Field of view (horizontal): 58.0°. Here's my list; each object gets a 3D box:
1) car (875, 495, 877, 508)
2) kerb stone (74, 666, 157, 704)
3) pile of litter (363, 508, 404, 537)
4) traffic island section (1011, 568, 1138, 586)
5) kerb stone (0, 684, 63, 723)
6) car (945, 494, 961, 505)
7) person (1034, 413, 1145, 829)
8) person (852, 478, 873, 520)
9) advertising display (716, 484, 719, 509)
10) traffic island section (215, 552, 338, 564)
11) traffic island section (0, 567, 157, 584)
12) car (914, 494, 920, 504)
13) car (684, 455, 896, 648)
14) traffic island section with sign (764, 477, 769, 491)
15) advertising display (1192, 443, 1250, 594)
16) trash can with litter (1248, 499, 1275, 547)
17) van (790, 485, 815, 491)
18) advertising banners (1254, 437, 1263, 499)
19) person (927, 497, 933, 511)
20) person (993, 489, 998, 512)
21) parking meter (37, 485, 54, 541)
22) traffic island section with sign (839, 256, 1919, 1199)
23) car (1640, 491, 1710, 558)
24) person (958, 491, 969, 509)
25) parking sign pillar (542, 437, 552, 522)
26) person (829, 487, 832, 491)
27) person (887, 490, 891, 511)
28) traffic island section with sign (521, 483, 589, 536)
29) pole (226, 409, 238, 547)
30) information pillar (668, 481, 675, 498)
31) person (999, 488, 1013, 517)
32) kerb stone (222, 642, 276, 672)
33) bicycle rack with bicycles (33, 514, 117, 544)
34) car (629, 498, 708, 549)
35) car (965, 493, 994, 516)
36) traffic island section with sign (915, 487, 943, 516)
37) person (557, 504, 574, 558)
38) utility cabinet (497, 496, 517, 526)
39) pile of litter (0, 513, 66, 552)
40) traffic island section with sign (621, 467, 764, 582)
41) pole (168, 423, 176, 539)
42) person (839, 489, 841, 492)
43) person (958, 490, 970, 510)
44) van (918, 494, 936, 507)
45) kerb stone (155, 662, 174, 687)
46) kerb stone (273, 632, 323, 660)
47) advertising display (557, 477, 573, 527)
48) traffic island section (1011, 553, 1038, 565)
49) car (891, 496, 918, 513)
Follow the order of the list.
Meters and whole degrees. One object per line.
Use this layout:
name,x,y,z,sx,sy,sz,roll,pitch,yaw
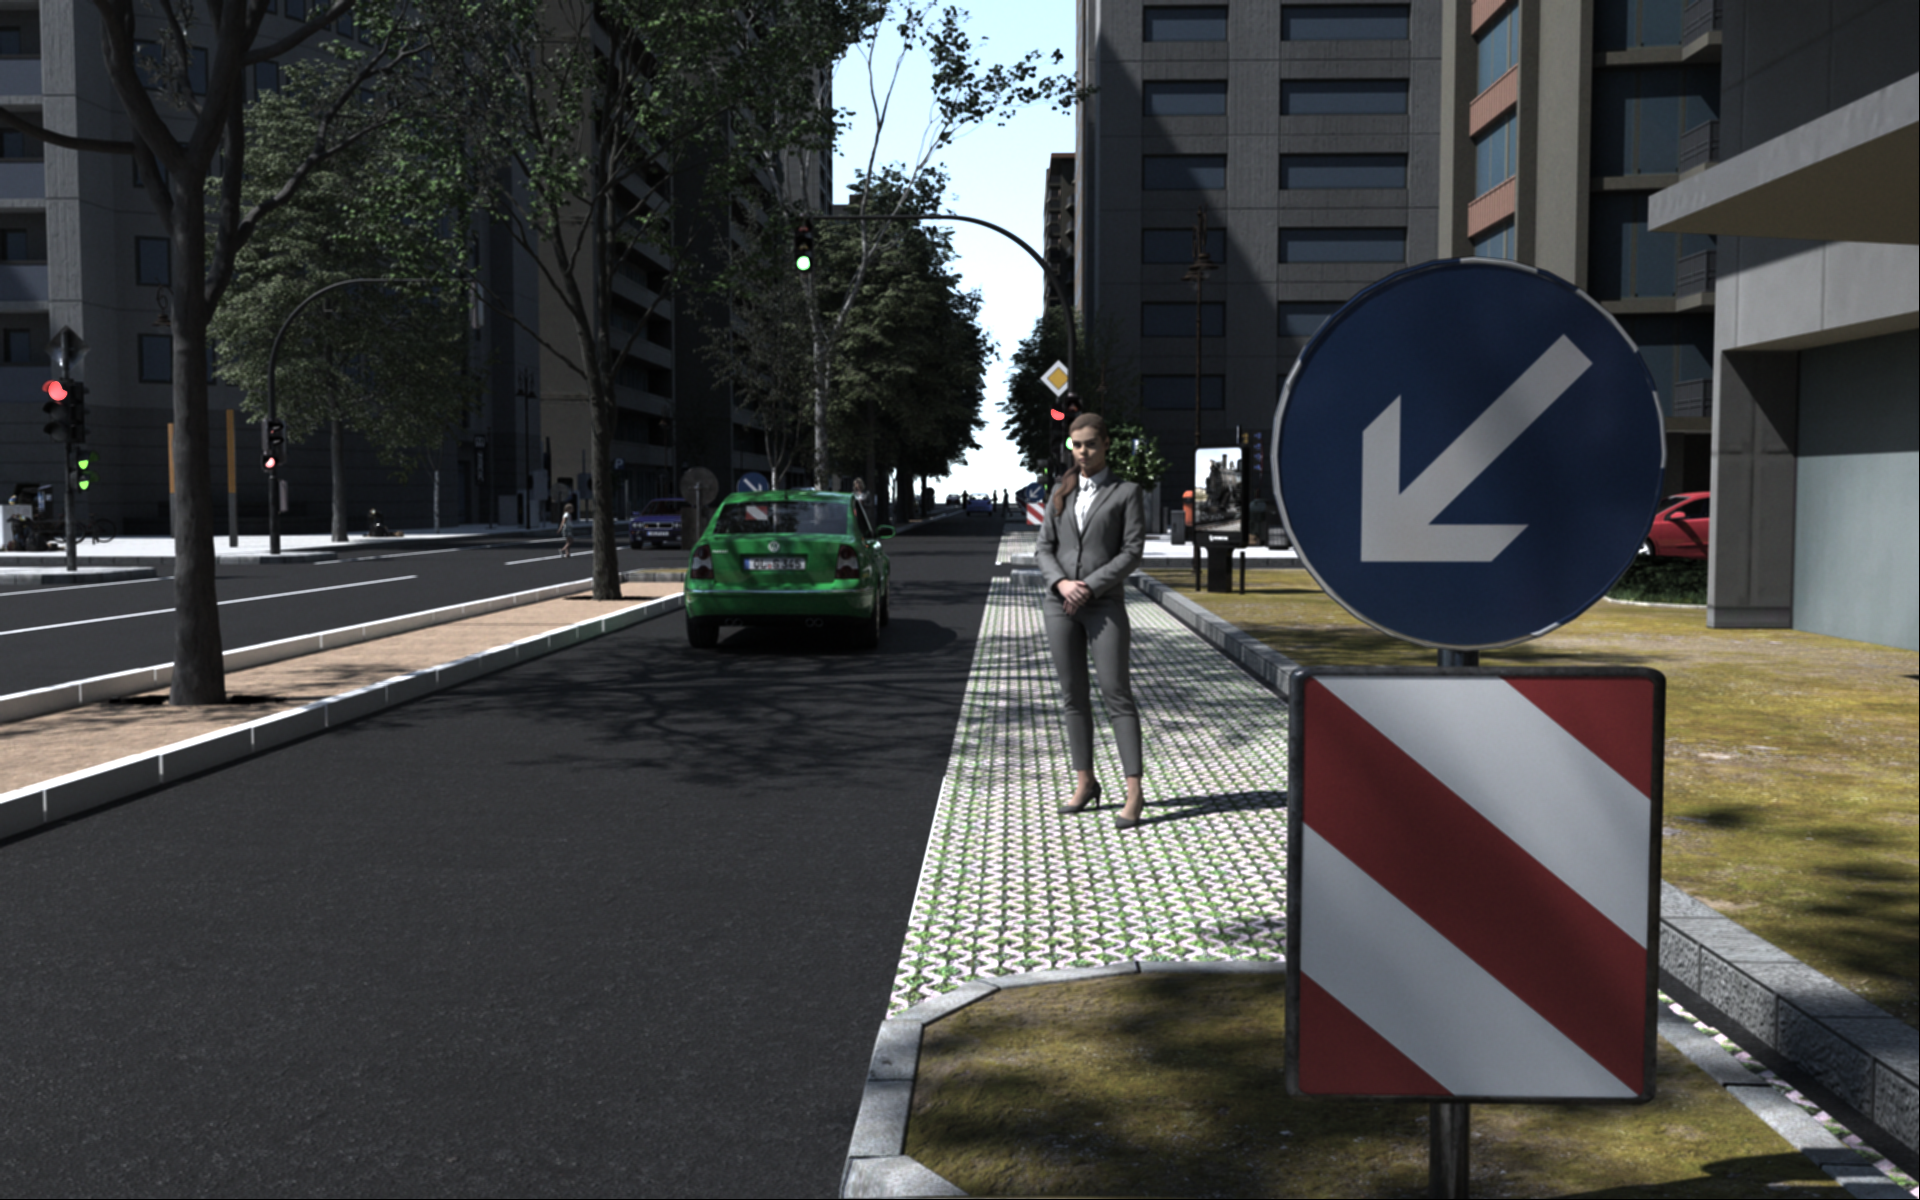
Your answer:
car,-7.789,-9.014,159.746,2.083,1.381,4.827,0,4,4
kerb stone,-5.992,0.610,12.223,0.120,0.150,1.000,0,4,2
pile of litter,-17.331,-2.331,52.072,1.176,0.858,1.719,-2,4,-23
traffic island section,1.840,-0.375,28.416,2.009,0.180,2.903,0,4,2
kerb stone,-6.018,0.674,11.193,0.120,0.150,1.000,0,4,2
car,-0.840,-13.250,225.672,2.155,1.783,4.494,0,4,4
person,0.563,0.071,7.611,0.520,1.790,0.573,1,4,11
person,-2.285,-1.909,39.893,0.537,1.800,0.526,1,4,9
advertising display,-15.502,-6.455,110.760,0.123,1.923,0.974,0,4,-6
traffic island section,-14.604,-0.894,36.901,2.009,0.180,2.903,0,4,2
traffic island section,-14.844,-0.406,28.920,2.009,0.180,2.903,0,4,2
car,-6.001,-13.347,228.006,2.009,1.686,4.222,0,4,0
car,-1.648,-0.535,17.541,1.959,1.807,4.718,0,3,0
traffic island section with sign,-4.226,-1.719,36.246,2.006,1.907,1.989,0,4,2
advertising display,3.377,-1.055,22.461,0.123,1.923,0.974,-2,4,-33
trash can with litter,7.313,-1.900,42.445,0.624,1.170,1.055,2,4,25
van,-9.241,-5.711,100.390,2.013,2.044,4.112,0,4,2
advertising banners,9.412,-3.573,54.607,0.090,3.025,2.074,0,4,4
person,-2.626,-8.557,148.425,0.705,1.822,1.348,-2,4,-31
person,2.883,-8.115,141.198,0.705,1.821,1.348,-1,4,-10
parking meter,-24.988,-2.380,47.328,0.372,1.533,0.369,0,3,0
traffic island section with sign,0.775,0.301,3.705,1.989,1.847,2.006,0,4,2
car,13.748,-1.442,32.611,4.494,1.783,2.155,0,4,3
person,0.363,-9.563,165.380,1.217,1.766,0.721,1,4,14
parking sign pillar,-19.343,-5.654,80.912,1.447,3.967,1.447,-1,4,-16
person,-7.846,-5.943,105.586,0.656,1.842,0.836,1,4,20
person,-5.905,-8.206,143.390,0.721,1.743,1.217,1,4,14
traffic island section with sign,-13.920,-3.130,59.796,1.989,1.847,2.006,0,4,2
pole,-17.591,-2.937,41.857,0.158,3.312,0.155,0,3,0
information pillar,-16.100,-5.643,96.756,0.304,2.012,0.304,0,4,5
person,2.934,-6.165,109.566,0.850,1.792,0.678,-1,4,-16
kerb stone,-5.928,0.485,14.266,0.120,0.150,1.000,0,4,2
bicycle rack with bicycles,-23.408,-1.908,44.576,2.925,0.926,2.852,-1,4,-22
car,-7.645,-2.056,46.193,1.945,1.354,3.894,0,4,2
car,1.271,-6.419,114.539,1.945,1.707,3.694,0,4,1
traffic island section with sign,-1.981,-6.313,111.352,2.006,1.907,1.989,0,4,2
person,-8.903,-1.566,39.124,0.382,1.210,0.505,-1,4,-10
utility cabinet,-18.248,-3.621,70.372,1.020,1.237,0.306,-2,4,-26
pile of litter,-20.883,-1.521,38.830,1.719,0.858,1.176,2,4,25
traffic island section with sign,-4.457,-1.266,28.843,2.006,1.907,1.989,0,4,2
pole,-22.695,-3.432,49.965,0.158,3.312,0.155,0,3,0
person,-9.664,-7.988,139.121,1.348,1.822,0.705,1,4,9
person,0.467,-8.890,153.808,1.348,1.831,0.705,1,4,15
van,-3.551,-11.000,186.863,2.013,2.044,4.112,0,4,1
kerb stone,-5.959,0.553,13.245,0.120,0.150,1.000,0,4,2
kerb stone,-5.908,0.422,15.288,0.120,0.150,1.000,0,4,2
advertising display,-15.439,-3.827,67.777,0.123,1.923,0.974,1,4,18
traffic island section,2.079,-0.863,36.397,2.009,0.180,2.903,0,4,2
car,-4.103,-7.349,130.376,2.015,1.641,3.980,0,4,3
